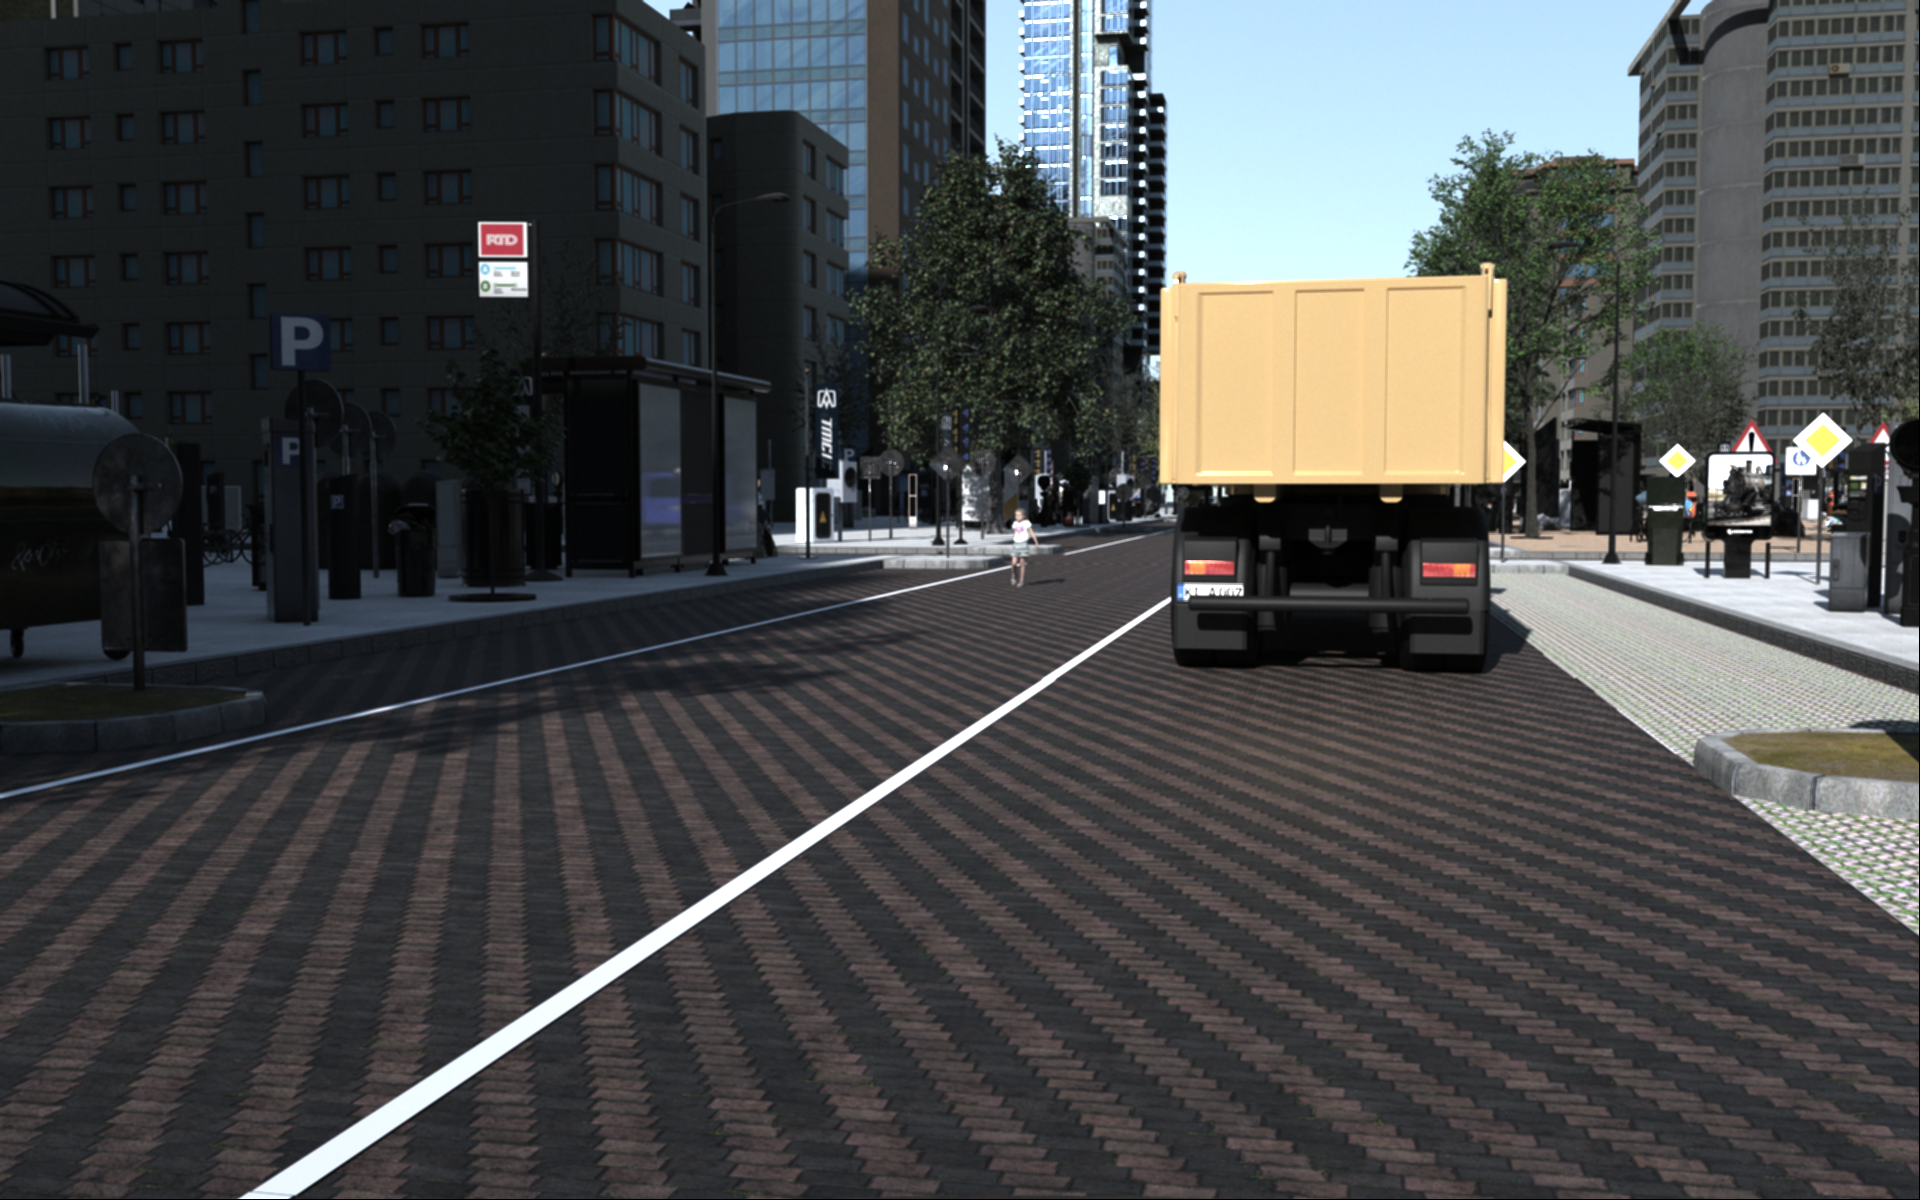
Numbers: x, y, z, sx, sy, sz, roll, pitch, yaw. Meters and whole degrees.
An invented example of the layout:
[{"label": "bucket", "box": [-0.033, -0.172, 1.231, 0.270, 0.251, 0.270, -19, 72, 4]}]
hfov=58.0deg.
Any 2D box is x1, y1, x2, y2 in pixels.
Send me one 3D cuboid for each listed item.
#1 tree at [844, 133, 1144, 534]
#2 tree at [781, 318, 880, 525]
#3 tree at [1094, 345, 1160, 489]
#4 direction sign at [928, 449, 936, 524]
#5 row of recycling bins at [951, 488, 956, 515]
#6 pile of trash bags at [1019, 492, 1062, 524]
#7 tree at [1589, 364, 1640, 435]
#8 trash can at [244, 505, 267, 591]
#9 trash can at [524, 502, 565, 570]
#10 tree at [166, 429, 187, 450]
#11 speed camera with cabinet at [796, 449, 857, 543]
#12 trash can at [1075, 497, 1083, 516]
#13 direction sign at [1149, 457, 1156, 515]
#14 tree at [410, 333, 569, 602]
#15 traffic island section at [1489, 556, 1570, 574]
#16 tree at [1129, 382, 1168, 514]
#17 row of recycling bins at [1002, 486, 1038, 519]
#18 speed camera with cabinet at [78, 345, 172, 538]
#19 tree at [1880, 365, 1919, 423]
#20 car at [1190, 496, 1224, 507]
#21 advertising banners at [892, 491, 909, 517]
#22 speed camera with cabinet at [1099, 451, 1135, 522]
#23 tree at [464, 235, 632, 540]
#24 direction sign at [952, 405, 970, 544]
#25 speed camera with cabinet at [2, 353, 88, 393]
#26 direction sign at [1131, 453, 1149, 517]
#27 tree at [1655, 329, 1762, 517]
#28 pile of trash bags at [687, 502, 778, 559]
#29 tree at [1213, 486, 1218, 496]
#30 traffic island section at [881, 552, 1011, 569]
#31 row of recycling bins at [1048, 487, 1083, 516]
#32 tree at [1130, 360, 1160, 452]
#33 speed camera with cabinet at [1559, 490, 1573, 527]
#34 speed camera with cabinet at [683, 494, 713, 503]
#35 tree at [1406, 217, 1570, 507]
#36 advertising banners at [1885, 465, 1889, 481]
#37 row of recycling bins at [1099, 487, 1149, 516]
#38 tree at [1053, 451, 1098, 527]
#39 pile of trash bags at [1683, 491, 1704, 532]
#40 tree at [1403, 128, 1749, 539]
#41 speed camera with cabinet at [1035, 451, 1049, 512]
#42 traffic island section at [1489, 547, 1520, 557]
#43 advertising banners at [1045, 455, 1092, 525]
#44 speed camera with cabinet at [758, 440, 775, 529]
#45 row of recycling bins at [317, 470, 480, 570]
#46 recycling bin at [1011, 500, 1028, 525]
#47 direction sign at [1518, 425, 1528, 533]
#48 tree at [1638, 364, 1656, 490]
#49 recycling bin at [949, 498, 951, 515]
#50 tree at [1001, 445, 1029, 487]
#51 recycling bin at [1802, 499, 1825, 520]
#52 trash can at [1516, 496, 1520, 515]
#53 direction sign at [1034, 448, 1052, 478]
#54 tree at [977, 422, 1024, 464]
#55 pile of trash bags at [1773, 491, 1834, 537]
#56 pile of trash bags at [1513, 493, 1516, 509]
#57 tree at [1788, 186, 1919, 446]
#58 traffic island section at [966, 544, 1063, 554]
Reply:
[{"label": "tree", "box": [1.094, -8.477, 55.599, 9.611, 12.733, 9.660, 0, 3, 0]}, {"label": "tree", "box": [-5.088, -7.419, 71.661, 4.360, 8.622, 3.978, 0, 3, 0]}, {"label": "tree", "box": [8.003, -8.227, 84.880, 4.360, 8.622, 3.978, 0, 3, 0]}, {"label": "direction sign", "box": [-1.166, -4.967, 73.208, 0.379, 3.537, 0.876, 0, 4, 4]}, {"label": "row of recycling bins", "box": [1.101, -6.037, 105.818, 3.534, 1.692, 1.069, -1, 4, -22]}, {"label": "pile of trash bags", "box": [3.201, -3.961, 74.507, 1.912, 1.369, 3.447, 2, 4, 24]}, {"label": "tree", "box": [37.403, -8.965, 96.933, 4.360, 8.622, 3.978, 0, 3, 0]}, {"label": "trash can", "box": [-9.151, -0.704, 23.161, 0.748, 1.137, 0.748, 0, 3, 0]}, {"label": "trash can", "box": [-7.113, -1.096, 29.571, 0.748, 1.137, 0.748, 0, 3, 0]}, {"label": "tree", "box": [-23.075, -3.446, 50.948, 1.663, 3.219, 1.824, 0, 3, 0]}, {"label": "speed camera with cabinet", "box": [-3.526, -3.155, 45.920, 0.660, 3.252, 2.038, 2, 4, 32]}, {"label": "trash can", "box": [7.056, -5.498, 101.538, 0.748, 1.137, 0.748, 0, 3, 0]}, {"label": "direction sign", "box": [11.547, -6.955, 105.706, 0.876, 3.537, 0.379, -1, 4, -21]}, {"label": "tree", "box": [-5.543, -1.612, 20.952, 1.663, 3.219, 1.824, 0, 3, 0]}, {"label": "traffic island section", "box": [10.192, -0.624, 32.485, 2.009, 0.180, 2.903, 1, 4, 12]}, {"label": "tree", "box": [12.968, -9.801, 110.614, 4.737, 8.622, 4.395, 0, 3, 0]}, {"label": "row of recycling bins", "box": [1.834, -4.709, 84.105, 3.534, 1.692, 1.069, 0, 4, -4]}, {"label": "speed camera with cabinet", "box": [-11.722, -1.799, 23.743, 0.660, 3.252, 2.038, 0, 4, 7]}, {"label": "tree", "box": [53.138, -8.910, 96.043, 4.737, 8.622, 4.395, 0, 3, 0]}, {"label": "car", "box": [10.411, -3.565, 70.861, 1.945, 1.354, 3.894, 1, 4, 10]}, {"label": "advertising banners", "box": [-2.987, -6.292, 99.068, 2.074, 3.025, 0.090, -1, 4, -17]}, {"label": "speed camera with cabinet", "box": [7.183, -5.211, 79.531, 0.660, 3.252, 2.038, 3, 5, 43]}, {"label": "tree", "box": [-11.354, -6.011, 48.647, 4.360, 8.622, 3.978, 0, 3, 0]}, {"label": "direction sign", "box": [0.020, -3.199, 44.299, 0.379, 3.537, 0.876, -2, 4, -29]}, {"label": "speed camera with cabinet", "box": [-12.981, -1.882, 25.113, 2.038, 3.252, 0.660, -2, 4, -24]}, {"label": "direction sign", "box": [9.890, -6.376, 96.252, 0.876, 3.537, 0.379, -1, 4, -17]}, {"label": "tree", "box": [33.908, -7.784, 77.631, 4.360, 8.622, 3.978, 0, 3, 0]}, {"label": "pile of trash bags", "box": [-5.392, -1.577, 35.530, 3.447, 1.369, 1.912, 1, 4, 21]}, {"label": "tree", "box": [23.778, -14.716, 157.618, 9.611, 12.733, 9.660, 0, 3, 0]}, {"label": "traffic island section", "box": [-0.264, -0.760, 34.714, 2.009, 0.180, 2.903, 1, 4, 12]}, {"label": "row of recycling bins", "box": [5.749, -5.916, 103.831, 3.534, 1.692, 1.069, 2, 4, 32]}, {"label": "tree", "box": [17.754, -13.410, 129.619, 12.009, 13.543, 11.850, 0, 3, 0]}, {"label": "speed camera with cabinet", "box": [24.105, -4.475, 67.502, 2.038, 3.252, 0.660, -3, 5, -41]}, {"label": "speed camera with cabinet", "box": [-8.112, -3.630, 53.691, 2.038, 3.252, 0.660, 0, 3, 0]}, {"label": "tree", "box": [23.092, -10.621, 80.305, 9.857, 13.997, 8.962, 0, 3, 0]}, {"label": "advertising banners", "box": [36.910, -4.538, 70.377, 0.090, 3.025, 2.074, -3, 5, -40]}, {"label": "row of recycling bins", "box": [9.172, -5.705, 100.394, 3.534, 1.692, 1.069, 0, 4, 0]}, {"label": "tree", "box": [4.574, -4.461, 67.531, 1.663, 3.219, 1.824, 0, 3, 0]}, {"label": "pile of trash bags", "box": [25.350, -3.096, 60.377, 1.912, 1.369, 3.447, 1, 4, 17]}, {"label": "tree", "box": [16.361, -7.579, 49.677, 9.928, 11.665, 9.643, 0, 3, 0]}, {"label": "speed camera with cabinet", "box": [3.831, -5.211, 79.531, 0.660, 3.252, 2.038, 1, 4, 10]}, {"label": "traffic island section", "box": [11.859, -1.102, 40.295, 2.009, 0.180, 2.903, 1, 4, 12]}, {"label": "advertising banners", "box": [4.410, -4.573, 70.949, 2.074, 3.025, 0.090, 1, 4, 15]}, {"label": "speed camera with cabinet", "box": [-7.381, -4.232, 63.530, 0.660, 3.252, 2.038, -2, 4, -25]}, {"label": "row of recycling bins", "box": [-9.464, -1.377, 29.634, 3.534, 1.692, 1.069, 1, 4, 10]}, {"label": "recycling bin", "box": [2.379, -3.655, 72.313, 0.722, 1.027, 0.722, -2, 4, -29]}, {"label": "direction sign", "box": [18.548, -3.967, 56.859, 0.379, 3.537, 0.876, 3, 5, 43]}, {"label": "tree", "box": [37.630, -8.502, 89.371, 4.360, 8.622, 3.978, 0, 3, 0]}, {"label": "recycling bin", "box": [-0.450, -5.843, 108.085, 0.722, 1.027, 0.722, 0, 4, 4]}, {"label": "tree", "box": [2.341, -7.089, 99.622, 4.285, 4.588, 4.351, 0, 3, 0]}, {"label": "recycling bin", "box": [41.989, -4.455, 85.397, 0.722, 1.027, 0.722, 0, 4, -2]}, {"label": "trash can", "box": [34.150, -5.728, 105.312, 0.748, 1.137, 0.748, 0, 3, 0]}, {"label": "direction sign", "box": [4.039, -5.678, 84.825, 0.876, 3.537, 0.379, 1, 4, 10]}, {"label": "tree", "box": [1.232, -8.476, 88.939, 4.360, 8.622, 3.978, 0, 3, 0]}, {"label": "pile of trash bags", "box": [24.972, -2.605, 52.349, 3.447, 1.369, 1.912, 1, 4, 10]}, {"label": "pile of trash bags", "box": [27.629, -4.951, 90.707, 3.447, 1.369, 1.912, -1, 4, -22]}, {"label": "tree", "box": [21.835, -5.568, 41.406, 4.360, 8.622, 3.978, 0, 3, 0]}, {"label": "traffic island section", "box": [1.404, -1.238, 42.524, 2.009, 0.180, 2.903, 1, 4, 12]}]
